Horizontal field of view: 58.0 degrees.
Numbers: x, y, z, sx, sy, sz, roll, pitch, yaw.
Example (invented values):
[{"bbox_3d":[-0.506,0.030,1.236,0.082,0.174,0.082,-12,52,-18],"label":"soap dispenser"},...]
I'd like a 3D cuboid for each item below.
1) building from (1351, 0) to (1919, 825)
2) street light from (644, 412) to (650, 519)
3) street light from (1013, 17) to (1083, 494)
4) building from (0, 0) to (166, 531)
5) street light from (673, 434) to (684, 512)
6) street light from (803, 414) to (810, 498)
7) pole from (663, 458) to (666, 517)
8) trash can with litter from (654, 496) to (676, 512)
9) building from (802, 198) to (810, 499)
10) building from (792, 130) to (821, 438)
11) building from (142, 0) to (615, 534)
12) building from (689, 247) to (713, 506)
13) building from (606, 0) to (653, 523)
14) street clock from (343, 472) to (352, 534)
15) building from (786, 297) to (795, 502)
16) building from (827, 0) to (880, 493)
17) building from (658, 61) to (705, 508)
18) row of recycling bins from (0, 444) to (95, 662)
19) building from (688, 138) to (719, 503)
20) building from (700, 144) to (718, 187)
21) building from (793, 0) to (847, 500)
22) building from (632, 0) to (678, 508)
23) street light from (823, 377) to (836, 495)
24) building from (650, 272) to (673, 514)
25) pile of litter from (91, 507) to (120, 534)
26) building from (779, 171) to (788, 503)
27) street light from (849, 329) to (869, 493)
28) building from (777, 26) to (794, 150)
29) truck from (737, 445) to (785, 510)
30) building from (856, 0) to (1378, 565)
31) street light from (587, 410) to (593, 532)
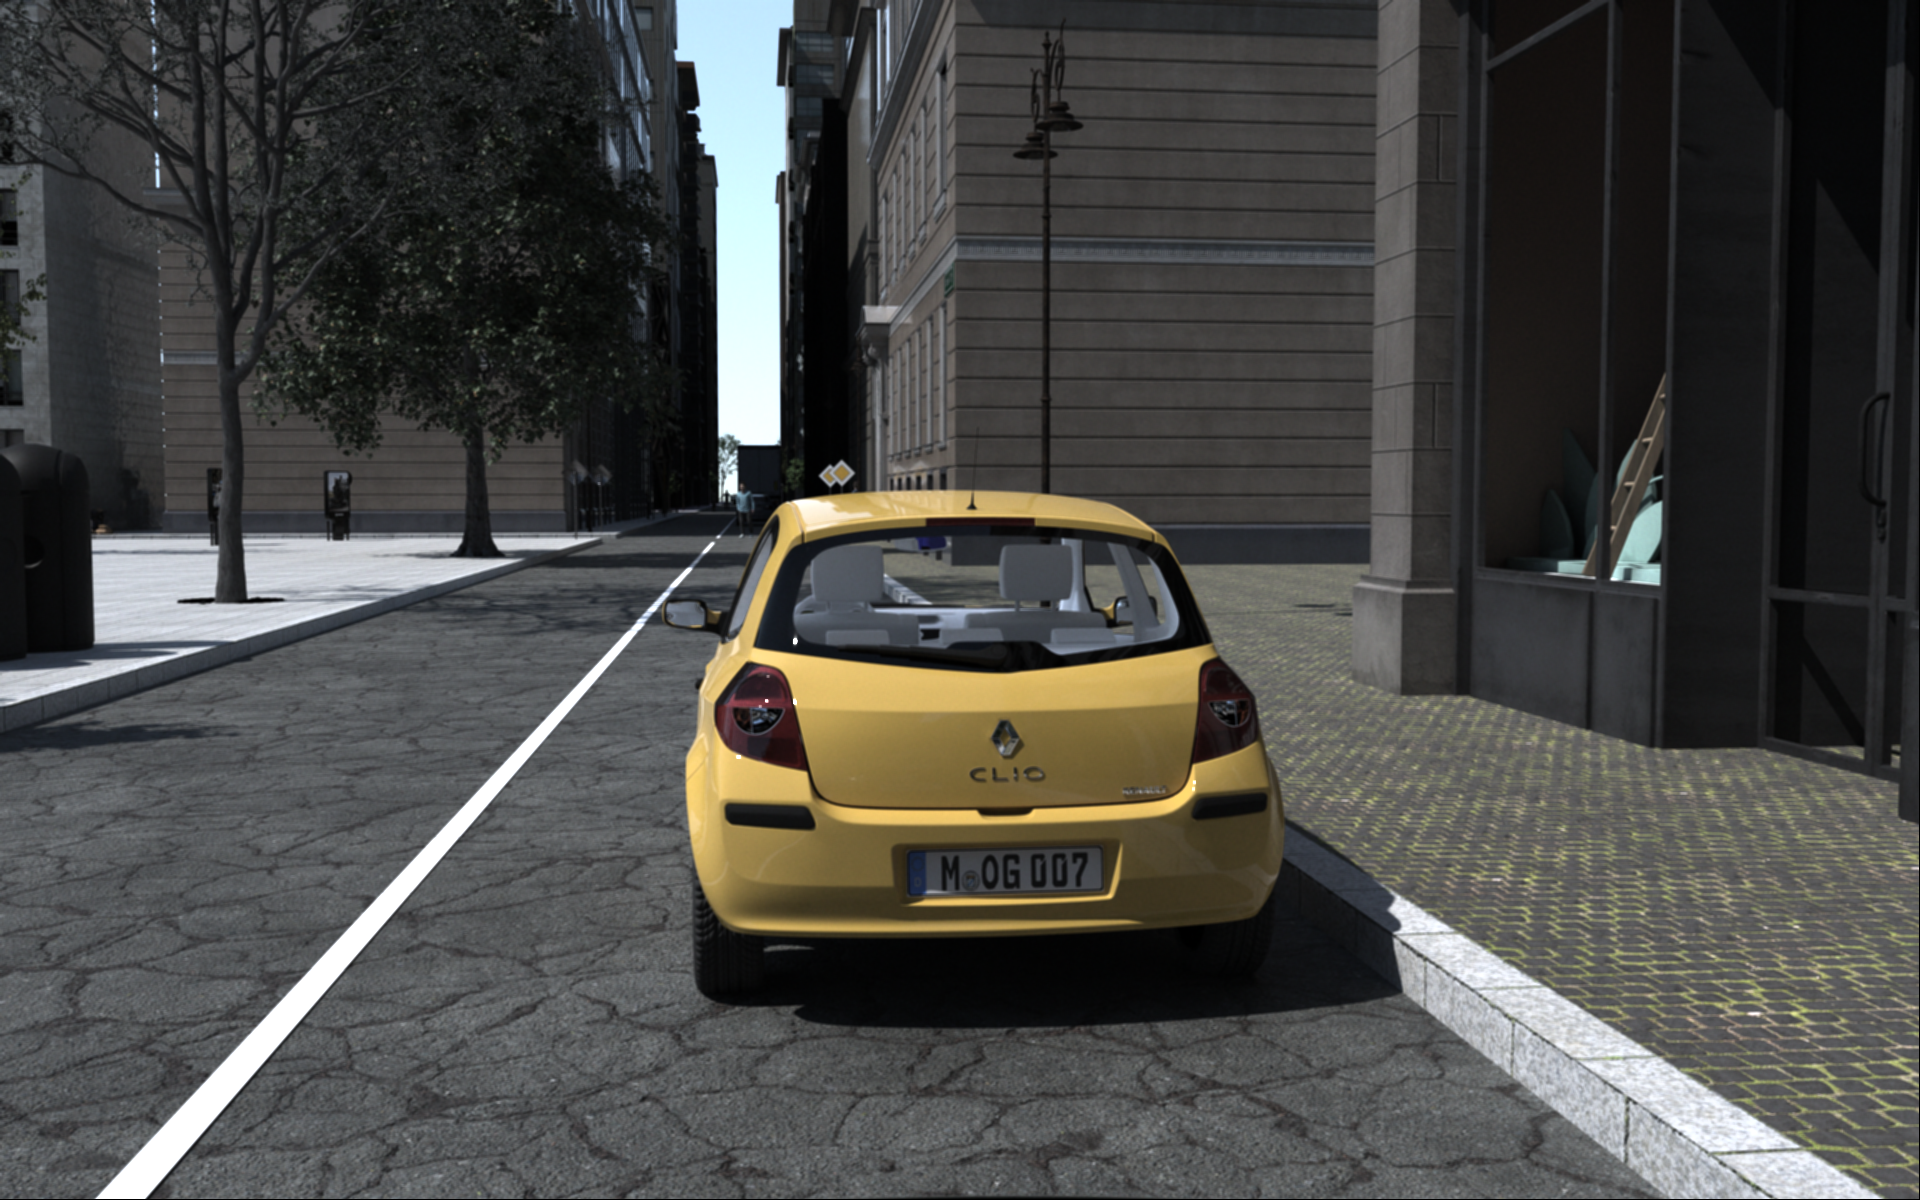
[{"bbox_3d":[7.252,-9.758,10.459,10.553,20.767,40.483,0,4,-7],"label":"building"},{"bbox_3d":[-16.058,-7.107,88.984,0.468,5.910,1.993,0,4,-7],"label":"street light"},{"bbox_3d":[0.868,-2.732,17.457,0.468,5.910,1.993,0,4,-7],"label":"street light"},{"bbox_3d":[-37.463,-12.438,58.109,16.860,20.320,10.420,0,4,-7],"label":"building"},{"bbox_3d":[-19.707,-9.033,120.474,0.468,5.910,1.993,0,4,-7],"label":"street light"},{"bbox_3d":[-8.806,-7.799,100.302,0.468,5.910,1.993,0,4,-7],"label":"street light"},{"bbox_3d":[-16.644,-6.341,97.510,0.158,3.312,0.155,0,3,0],"label":"pole"},{"bbox_3d":[-21.541,-6.948,124.662,2.233,1.210,1.678,1,4,11],"label":"trash can with litter"},{"bbox_3d":[-2.747,-16.584,100.820,12.332,23.373,15.834,0,4,-7],"label":"building"},{"bbox_3d":[-4.374,-20.399,120.917,14.401,28.519,23.554,0,4,-7],"label":"building"},{"bbox_3d":[-20.282,-17.077,65.106,13.634,28.700,20.117,0,4,-7],"label":"building"},{"bbox_3d":[-35.437,-25.838,194.148,14.160,30.474,14.107,0,4,-7],"label":"building"},{"bbox_3d":[-22.428,-19.108,89.908,11.434,29.767,29.804,0,4,-7],"label":"building"},{"bbox_3d":[-19.643,-3.103,55.305,0.471,2.002,0.358,2,4,31],"label":"street clock"},{"bbox_3d":[-2.687,-19.756,168.047,27.650,21.520,28.899,0,4,-7],"label":"building"},{"bbox_3d":[10.257,-14.298,67.056,30.059,22.955,16.112,0,4,-7],"label":"building"},{"bbox_3d":[-36.933,-31.640,171.944,22.147,44.769,28.867,0,4,-7],"label":"building"},{"bbox_3d":[-7.876,-0.357,12.952,1.069,1.692,3.534,1,4,13],"label":"row of recycling bins"},{"bbox_3d":[-44.327,-37.588,238.264,21.300,48.544,21.600,0,4,-7],"label":"building"},{"bbox_3d":[-51.094,-41.148,262.014,28.713,52.752,27.495,0,4,-7],"label":"building"},{"bbox_3d":[-6.887,-28.238,145.289,14.154,41.232,14.086,0,4,-7],"label":"building"},{"bbox_3d":[-37.282,-33.890,143.339,28.713,52.752,27.495,0,4,-7],"label":"building"},{"bbox_3d":[-5.165,-5.871,68.782,0.468,5.910,1.993,0,4,-7],"label":"street light"},{"bbox_3d":[-27.406,-15.023,113.085,16.820,18.784,16.811,0,4,-7],"label":"building"},{"bbox_3d":[-27.531,-2.519,55.143,1.719,0.858,1.176,0,4,6],"label":"pile of litter"},{"bbox_3d":[-17.425,-35.761,234.807,14.600,45.320,14.200,0,4,-7],"label":"building"},{"bbox_3d":[-2.836,-4.641,48.676,0.468,5.910,1.993,0,4,-7],"label":"street light"},{"bbox_3d":[-5.943,-37.067,195.288,28.713,52.752,27.495,0,4,-7],"label":"building"},{"bbox_3d":[-11.999,-7.070,104.506,2.839,4.237,11.283,0,4,-5],"label":"truck"},{"bbox_3d":[4.891,-15.565,40.391,13.634,28.700,20.117,0,4,-7],"label":"building"},{"bbox_3d":[-12.374,-5.197,57.762,0.468,5.910,1.993,0,4,-7],"label":"street light"}]
